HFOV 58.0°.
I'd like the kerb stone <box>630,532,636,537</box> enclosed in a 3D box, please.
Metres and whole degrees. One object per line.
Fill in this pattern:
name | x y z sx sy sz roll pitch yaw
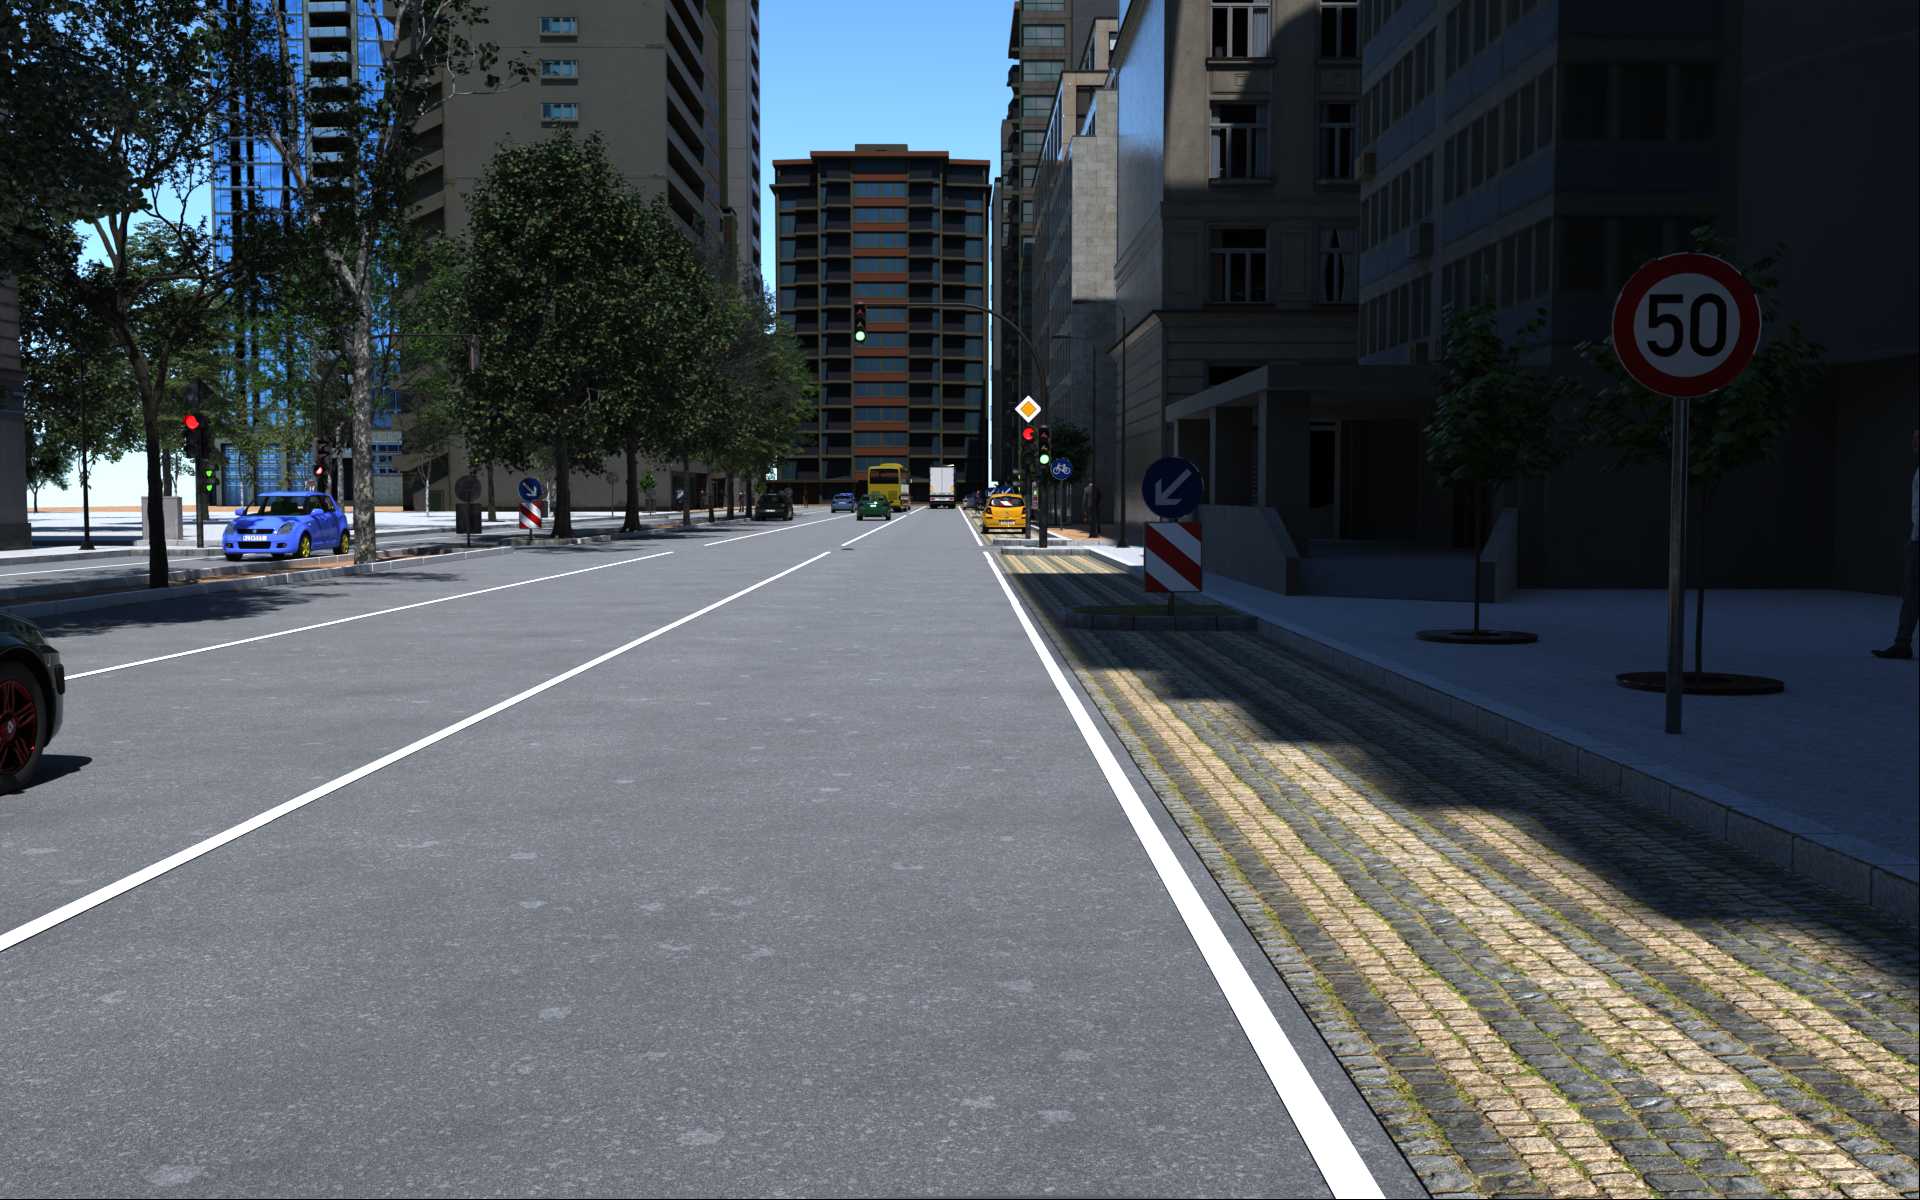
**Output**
kerb stone | -11.004 -2.163 57.562 0.120 0.150 1.000 0 4 0

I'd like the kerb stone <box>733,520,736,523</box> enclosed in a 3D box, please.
kerb stone | -11.139 -3.786 84.204 0.120 0.150 1.000 0 4 0

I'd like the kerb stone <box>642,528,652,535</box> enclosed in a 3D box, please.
kerb stone | -11.025 -2.351 60.637 0.120 0.150 1.000 0 4 0

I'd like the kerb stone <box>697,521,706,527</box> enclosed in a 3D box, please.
kerb stone | -11.081 -3.166 73.955 0.120 0.150 1.000 0 4 0

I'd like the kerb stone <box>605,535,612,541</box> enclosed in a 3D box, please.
kerb stone | -10.993 -1.912 53.460 0.120 0.150 1.000 0 4 0

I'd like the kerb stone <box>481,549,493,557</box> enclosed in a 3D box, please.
kerb stone | -10.922 -1.064 39.596 0.120 0.150 1.000 0 4 0

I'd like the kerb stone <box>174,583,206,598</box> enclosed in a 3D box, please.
kerb stone | -10.849 -0.117 24.215 0.120 0.150 1.000 0 4 0

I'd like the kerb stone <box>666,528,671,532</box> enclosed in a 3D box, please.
kerb stone | -11.040 -2.602 64.738 0.120 0.150 1.000 0 4 0

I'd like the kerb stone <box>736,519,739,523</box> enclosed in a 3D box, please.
kerb stone | -11.142 -3.854 85.226 0.120 0.150 1.000 0 4 0

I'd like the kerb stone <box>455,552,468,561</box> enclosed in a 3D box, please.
kerb stone | -10.918 -0.939 37.548 0.120 0.150 1.000 0 4 0

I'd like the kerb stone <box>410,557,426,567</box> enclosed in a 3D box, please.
kerb stone | -10.895 -0.751 34.471 0.120 0.150 1.000 0 4 0

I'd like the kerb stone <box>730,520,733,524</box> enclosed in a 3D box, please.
kerb stone | -11.138 -3.729 83.170 0.120 0.150 1.000 0 4 0

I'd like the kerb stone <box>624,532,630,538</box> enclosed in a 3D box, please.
kerb stone | -11.006 -2.100 56.538 0.120 0.150 1.000 0 4 0

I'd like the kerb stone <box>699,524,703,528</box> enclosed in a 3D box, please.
kerb stone | -11.079 -3.103 72.933 0.120 0.150 1.000 0 4 0

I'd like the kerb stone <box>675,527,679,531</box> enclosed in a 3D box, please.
kerb stone | -11.053 -2.723 66.785 0.120 0.150 1.000 0 4 0

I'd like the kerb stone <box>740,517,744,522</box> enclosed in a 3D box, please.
kerb stone | -11.152 -3.980 87.276 0.120 0.150 1.000 0 4 0

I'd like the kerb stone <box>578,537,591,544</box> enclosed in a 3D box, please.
kerb stone | -10.975 -1.724 50.381 0.120 0.150 1.000 0 4 0

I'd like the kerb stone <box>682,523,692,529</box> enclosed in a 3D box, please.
kerb stone | -11.062 -2.915 69.855 0.120 0.150 1.000 0 4 0

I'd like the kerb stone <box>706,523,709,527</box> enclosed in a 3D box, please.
kerb stone | -11.093 -3.227 74.977 0.120 0.150 1.000 0 4 0

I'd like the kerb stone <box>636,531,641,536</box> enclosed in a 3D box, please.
kerb stone | -11.012 -2.219 58.591 0.120 0.150 1.000 0 4 0

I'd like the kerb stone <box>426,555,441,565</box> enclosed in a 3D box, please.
kerb stone | -10.895 -0.809 35.493 0.120 0.150 1.000 0 4 0

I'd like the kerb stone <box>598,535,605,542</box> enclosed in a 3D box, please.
kerb stone | -10.977 -1.850 52.438 0.120 0.150 1.000 0 4 0

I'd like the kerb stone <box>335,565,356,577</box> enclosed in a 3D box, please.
kerb stone | -10.878 -0.493 30.375 0.120 0.150 1.000 0 4 0

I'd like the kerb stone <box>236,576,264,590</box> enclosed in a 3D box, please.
kerb stone | -10.851 -0.249 26.265 0.120 0.150 1.000 0 4 0

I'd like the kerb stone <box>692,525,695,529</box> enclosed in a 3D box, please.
kerb stone | -11.075 -2.978 70.878 0.120 0.150 1.000 0 4 0

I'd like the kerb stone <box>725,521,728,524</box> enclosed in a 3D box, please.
kerb stone | -11.124 -3.602 81.118 0.120 0.150 1.000 0 4 0

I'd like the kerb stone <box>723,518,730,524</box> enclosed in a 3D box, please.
kerb stone | -11.129 -3.667 82.145 0.120 0.150 1.000 0 4 0

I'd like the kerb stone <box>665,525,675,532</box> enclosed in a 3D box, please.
kerb stone | -11.051 -2.665 65.763 0.120 0.150 1.000 0 4 0

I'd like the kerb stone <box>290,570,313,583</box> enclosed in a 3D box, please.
kerb stone | -10.862 -0.375 28.325 0.120 0.150 1.000 0 4 0

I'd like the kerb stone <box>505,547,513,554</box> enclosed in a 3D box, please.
kerb stone | -10.931 -1.189 41.643 0.120 0.150 1.000 0 4 0

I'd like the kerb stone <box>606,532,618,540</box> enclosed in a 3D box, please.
kerb stone | -10.988 -1.971 54.487 0.120 0.150 1.000 0 4 0

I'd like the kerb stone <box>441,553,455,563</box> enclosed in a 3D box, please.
kerb stone | -10.909 -0.871 36.517 0.120 0.150 1.000 0 4 0

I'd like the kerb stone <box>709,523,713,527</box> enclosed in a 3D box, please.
kerb stone | -11.088 -3.281 76.000 0.120 0.150 1.000 0 4 0

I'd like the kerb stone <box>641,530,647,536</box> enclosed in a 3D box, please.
kerb stone | -11.014 -2.287 59.615 0.120 0.150 1.000 0 4 0

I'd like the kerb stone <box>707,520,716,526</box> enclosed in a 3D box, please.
kerb stone | -11.101 -3.353 77.022 0.120 0.150 1.000 0 4 0

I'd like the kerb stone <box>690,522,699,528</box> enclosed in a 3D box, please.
kerb stone | -11.071 -3.037 71.908 0.120 0.150 1.000 0 4 0

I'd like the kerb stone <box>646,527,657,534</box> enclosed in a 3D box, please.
kerb stone | -11.029 -2.413 61.671 0.120 0.150 1.000 0 4 0

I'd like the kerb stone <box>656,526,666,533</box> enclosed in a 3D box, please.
kerb stone | -11.036 -2.539 63.716 0.120 0.150 1.000 0 4 0

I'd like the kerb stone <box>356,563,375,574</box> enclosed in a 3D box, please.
kerb stone | -10.888 -0.563 31.397 0.120 0.150 1.000 0 4 0

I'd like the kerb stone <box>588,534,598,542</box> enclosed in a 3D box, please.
kerb stone | -10.991 -1.787 51.416 0.120 0.150 1.000 0 4 0

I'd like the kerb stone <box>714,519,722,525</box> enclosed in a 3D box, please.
kerb stone | -11.107 -3.478 79.066 0.120 0.150 1.000 0 4 0

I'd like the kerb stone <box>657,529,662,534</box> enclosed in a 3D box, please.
kerb stone | -11.030 -2.477 62.693 0.120 0.150 1.000 0 4 0

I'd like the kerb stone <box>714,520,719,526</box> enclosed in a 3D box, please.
kerb stone | -11.097 -3.416 78.044 0.120 0.150 1.000 0 4 0

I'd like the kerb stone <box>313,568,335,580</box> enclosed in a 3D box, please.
kerb stone | -10.868 -0.437 29.351 0.120 0.150 1.000 0 4 0

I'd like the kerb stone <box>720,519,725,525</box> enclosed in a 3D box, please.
kerb stone | -11.119 -3.541 80.095 0.120 0.150 1.000 0 4 0

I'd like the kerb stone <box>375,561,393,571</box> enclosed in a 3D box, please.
kerb stone | -10.884 -0.621 32.419 0.120 0.150 1.000 0 4 0

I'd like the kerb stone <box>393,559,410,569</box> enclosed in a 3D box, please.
kerb stone | -10.886 -0.688 33.447 0.120 0.150 1.000 0 4 0

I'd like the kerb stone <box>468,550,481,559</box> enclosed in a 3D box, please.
kerb stone | -10.917 -0.998 38.570 0.120 0.150 1.000 0 4 0

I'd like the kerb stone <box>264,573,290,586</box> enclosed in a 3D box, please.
kerb stone | -10.862 -0.310 27.303 0.120 0.150 1.000 0 4 0

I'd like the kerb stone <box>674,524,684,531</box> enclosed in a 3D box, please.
kerb stone | -11.056 -2.789 67.811 0.120 0.150 1.000 0 4 0

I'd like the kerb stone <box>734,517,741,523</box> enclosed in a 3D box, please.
kerb stone | -11.147 -3.915 86.250 0.120 0.150 1.000 0 4 0

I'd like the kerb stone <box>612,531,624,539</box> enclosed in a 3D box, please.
kerb stone | -11.002 -2.036 55.509 0.120 0.150 1.000 0 4 0

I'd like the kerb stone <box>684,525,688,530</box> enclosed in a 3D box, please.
kerb stone | -11.062 -2.852 68.833 0.120 0.150 1.000 0 4 0

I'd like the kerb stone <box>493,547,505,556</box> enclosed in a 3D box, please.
kerb stone | -10.928 -1.127 40.618 0.120 0.150 1.000 0 4 0

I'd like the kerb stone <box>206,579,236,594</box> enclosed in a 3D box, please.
kerb stone | -10.859 -0.186 25.242 0.120 0.150 1.000 0 4 0
